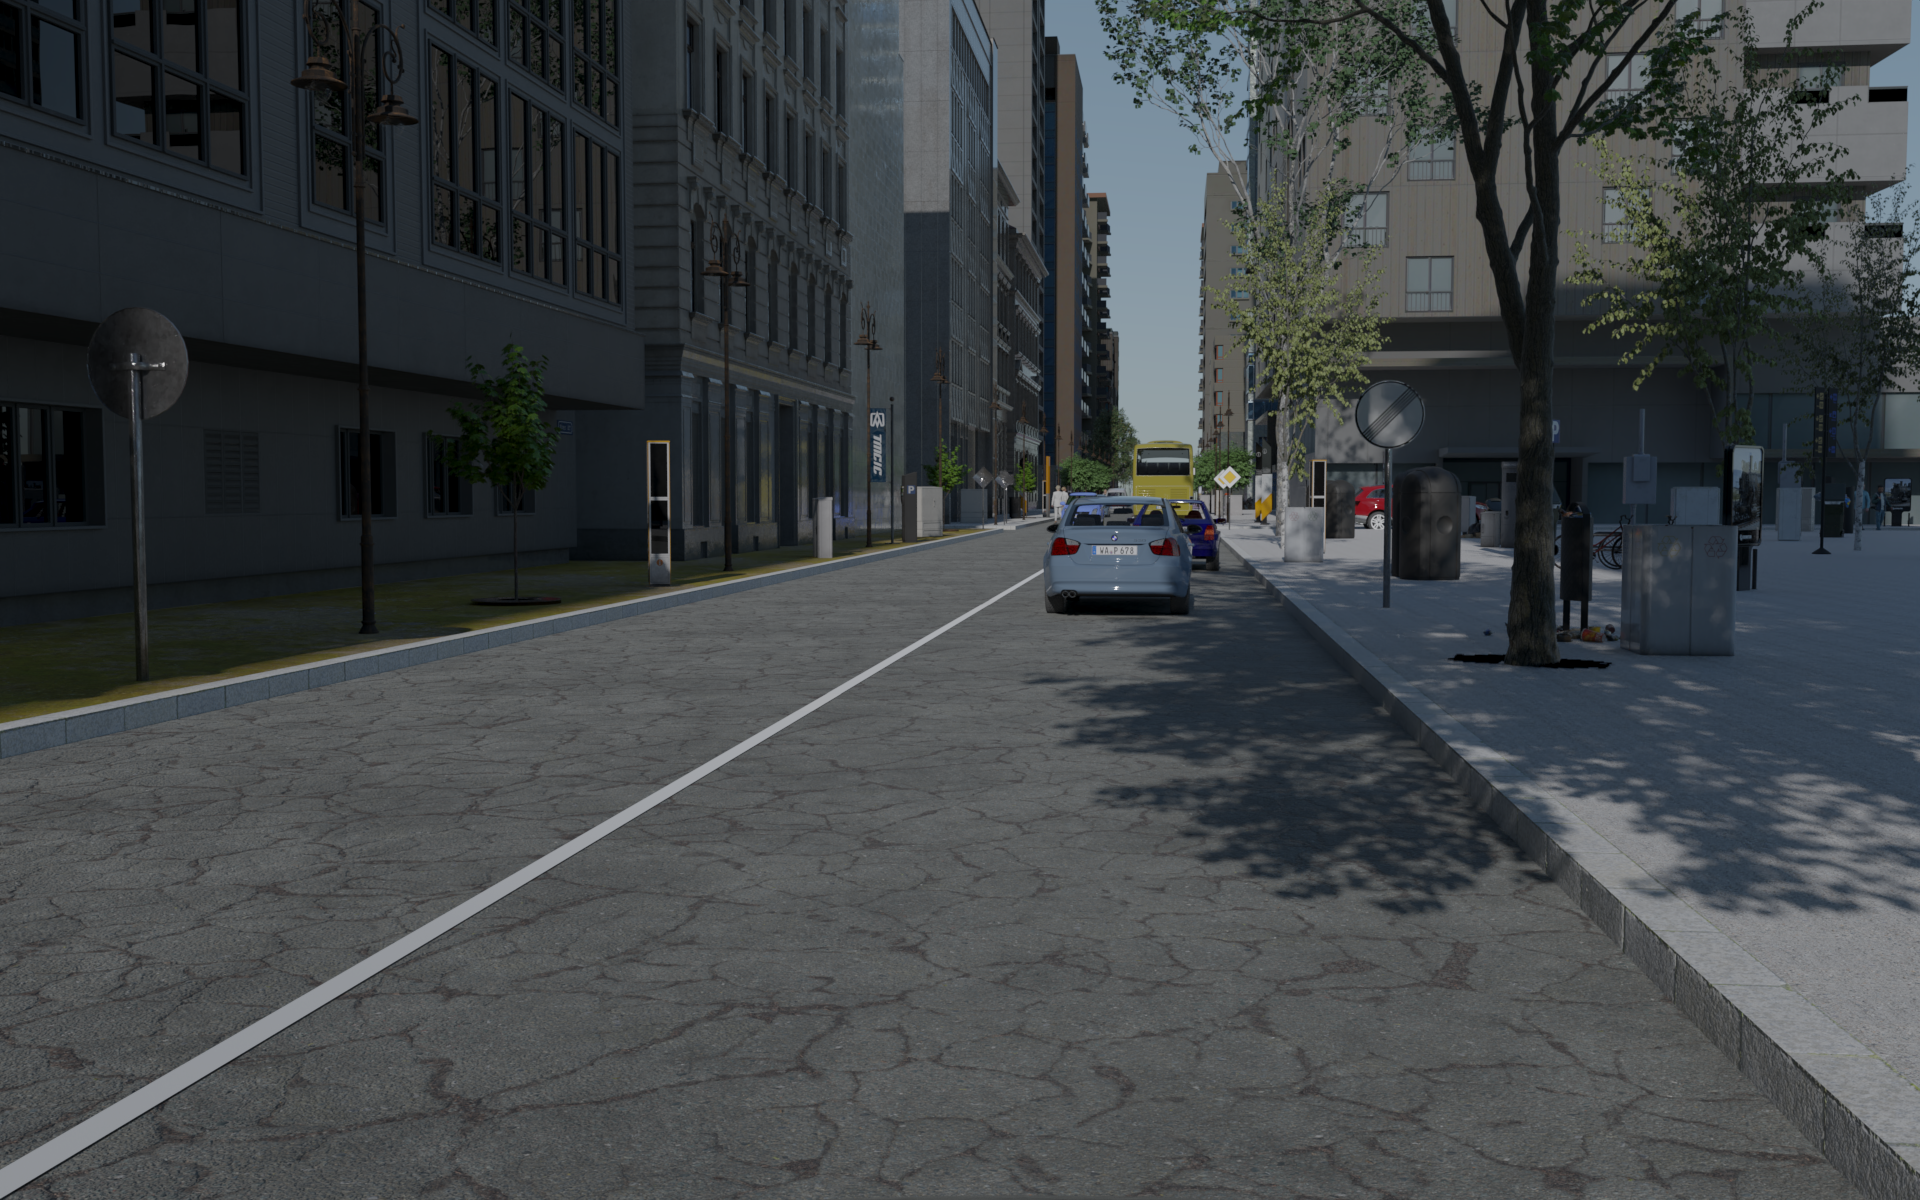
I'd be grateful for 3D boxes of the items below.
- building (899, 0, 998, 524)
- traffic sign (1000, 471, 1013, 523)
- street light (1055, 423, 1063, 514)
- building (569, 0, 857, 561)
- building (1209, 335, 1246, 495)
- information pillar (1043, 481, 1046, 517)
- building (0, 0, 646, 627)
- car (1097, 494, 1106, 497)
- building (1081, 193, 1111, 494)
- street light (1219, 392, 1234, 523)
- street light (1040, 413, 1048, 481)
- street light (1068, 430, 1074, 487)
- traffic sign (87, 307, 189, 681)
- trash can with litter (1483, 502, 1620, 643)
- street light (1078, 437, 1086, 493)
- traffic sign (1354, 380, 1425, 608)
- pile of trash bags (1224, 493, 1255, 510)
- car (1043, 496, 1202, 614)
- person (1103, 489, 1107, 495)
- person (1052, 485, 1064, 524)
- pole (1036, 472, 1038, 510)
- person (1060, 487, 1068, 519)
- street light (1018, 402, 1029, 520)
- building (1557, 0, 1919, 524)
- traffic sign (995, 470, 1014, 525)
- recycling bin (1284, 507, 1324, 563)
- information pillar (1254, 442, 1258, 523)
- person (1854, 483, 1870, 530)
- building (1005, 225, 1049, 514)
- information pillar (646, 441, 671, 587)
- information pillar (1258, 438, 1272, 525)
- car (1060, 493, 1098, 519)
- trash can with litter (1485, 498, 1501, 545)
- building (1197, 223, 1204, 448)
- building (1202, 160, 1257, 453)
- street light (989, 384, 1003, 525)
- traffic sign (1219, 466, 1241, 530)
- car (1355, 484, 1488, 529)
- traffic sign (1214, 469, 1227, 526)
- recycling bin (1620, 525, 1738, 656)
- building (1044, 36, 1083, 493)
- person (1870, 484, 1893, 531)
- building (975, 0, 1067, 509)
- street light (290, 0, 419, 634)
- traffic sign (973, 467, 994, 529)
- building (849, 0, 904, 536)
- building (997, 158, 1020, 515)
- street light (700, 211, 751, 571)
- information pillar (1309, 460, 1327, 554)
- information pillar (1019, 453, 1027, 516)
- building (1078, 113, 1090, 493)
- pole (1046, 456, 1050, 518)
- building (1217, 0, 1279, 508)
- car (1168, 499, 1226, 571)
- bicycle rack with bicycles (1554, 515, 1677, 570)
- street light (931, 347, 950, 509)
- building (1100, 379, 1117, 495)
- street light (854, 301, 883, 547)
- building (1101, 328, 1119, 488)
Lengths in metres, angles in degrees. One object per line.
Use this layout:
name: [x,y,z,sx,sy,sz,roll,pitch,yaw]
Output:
building: [-5.194,-16.212,83.083,12.078,24.808,19.932,0,4,7]
traffic sign: [2.038,-4.512,75.901,0.606,2.300,0.079,1,4,9]
street light: [6.344,-8.473,111.317,0.468,5.910,1.993,0,4,7]
building: [-8.811,-11.784,41.814,9.793,20.994,18.267,0,4,7]
building: [43.251,-21.816,201.736,27.650,21.520,28.899,0,4,7]
information pillar: [4.732,-5.549,95.217,0.304,2.012,0.304,1,4,22]
building: [-14.037,-13.876,20.388,14.314,27.812,24.014,0,4,7]
car: [8.427,-5.847,107.606,2.014,1.417,4.499,0,4,7]
building: [10.026,-36.170,246.003,22.147,44.769,28.867,0,4,7]
street light: [11.960,-6.386,77.201,0.468,5.910,1.993,0,4,7]
street light: [4.793,-7.684,98.425,0.468,5.910,1.993,0,4,7]
street light: [8.013,-9.285,124.594,0.468,5.910,1.993,0,4,7]
traffic sign: [-5.617,-0.717,11.823,0.768,2.556,0.104,1,4,11]
trash can with litter: [5.593,-0.288,15.765,1.678,1.210,2.233,0,4,2]
street light: [9.541,-10.082,137.628,0.468,5.910,1.993,0,4,7]
traffic sign: [4.814,-1.185,19.473,0.768,2.556,0.104,1,4,10]
pile of trash bags: [22.586,-8.039,141.191,1.912,1.369,3.447,-2,4,-26]
car: [2.058,-0.611,21.987,2.014,1.417,4.499,0,4,8]
person: [11.532,-7.818,136.505,0.709,1.800,0.728,2,4,27]
person: [4.690,-4.516,82.213,0.514,1.842,0.818,-2,4,-31]
pole: [6.336,-9.142,143.318,0.158,3.312,0.155,0,3,0]
person: [5.305,-4.882,88.540,0.478,1.798,0.641,3,5,44]
street light: [3.160,-6.896,85.543,0.468,5.910,1.993,0,4,7]
building: [28.947,-30.219,83.320,27.495,52.752,28.713,0,4,7]
traffic sign: [1.828,-4.131,71.191,0.795,2.450,0.064,0,4,7]
recycling bin: [6.524,-1.241,32.839,0.722,1.027,0.722,1,4,11]
information pillar: [13.501,-5.289,77.826,0.504,3.616,0.183,2,4,32]
person: [32.152,-3.265,61.752,0.748,1.841,0.638,-2,4,-27]
building: [-0.235,-17.560,123.254,11.583,22.565,21.152,0,4,7]
information pillar: [-4.176,-1.194,24.010,0.304,2.012,0.304,-1,4,-13]
information pillar: [12.734,-4.927,71.911,0.183,3.616,0.504,-3,5,-41]
car: [5.300,-3.973,74.546,1.945,1.707,3.694,0,4,8]
trash can with litter: [13.802,-2.004,44.151,0.624,1.170,1.055,0,4,-4]
building: [48.604,-37.732,271.549,22.147,44.769,28.867,0,4,7]
building: [45.501,-38.088,246.438,21.300,48.544,21.600,0,4,7]
street light: [1.485,-6.053,71.747,0.468,5.910,1.993,0,4,7]
traffic sign: [9.677,-3.579,62.162,0.795,2.450,0.064,0,4,7]
car: [17.103,-3.433,64.805,5.304,1.827,2.281,0,4,7]
traffic sign: [10.653,-4.064,70.087,0.795,2.450,0.064,0,4,7]
recycling bin: [5.822,-0.092,14.054,0.722,1.027,0.722,0,4,7]
building: [5.043,-32.086,174.710,14.600,45.320,14.200,0,4,7]
person: [33.313,-3.295,62.723,0.623,1.781,0.721,-2,4,-27]
building: [-0.673,-43.924,156.407,20.563,71.187,20.611,0,4,7]
street light: [-5.445,-2.629,15.772,0.468,5.910,1.993,0,4,7]
traffic sign: [0.852,-3.647,63.266,0.795,2.450,0.064,0,4,7]
building: [-10.963,-12.373,57.044,16.860,20.320,10.420,0,4,7]
building: [-2.798,-16.758,102.879,11.050,23.489,19.941,0,4,7]
street light: [-3.857,-3.417,28.659,0.468,5.910,1.993,0,4,7]
information pillar: [7.688,-2.004,37.258,0.304,2.012,0.304,0,4,-1]
information pillar: [3.662,-6.649,100.073,0.504,3.616,0.183,2,4,32]
building: [3.195,-35.355,197.661,23.786,49.044,30.456,0,4,7]
pole: [4.760,-6.104,93.645,0.158,3.312,0.155,0,3,0]
building: [37.312,-52.458,170.362,22.319,86.520,31.000,0,4,7]
car: [4.202,-1.296,33.762,1.945,1.354,3.894,1,4,9]
bicycle rack with bicycles: [11.722,-0.984,29.477,2.925,0.926,2.852,2,4,28]
street light: [-0.615,-4.999,54.521,0.468,5.910,1.993,0,4,7]
building: [10.700,-26.382,276.388,27.650,21.520,28.899,0,4,7]
street light: [-2.194,-4.211,41.632,0.468,5.910,1.993,0,4,7]
building: [19.928,-32.104,296.607,14.160,30.474,14.107,0,4,7]
